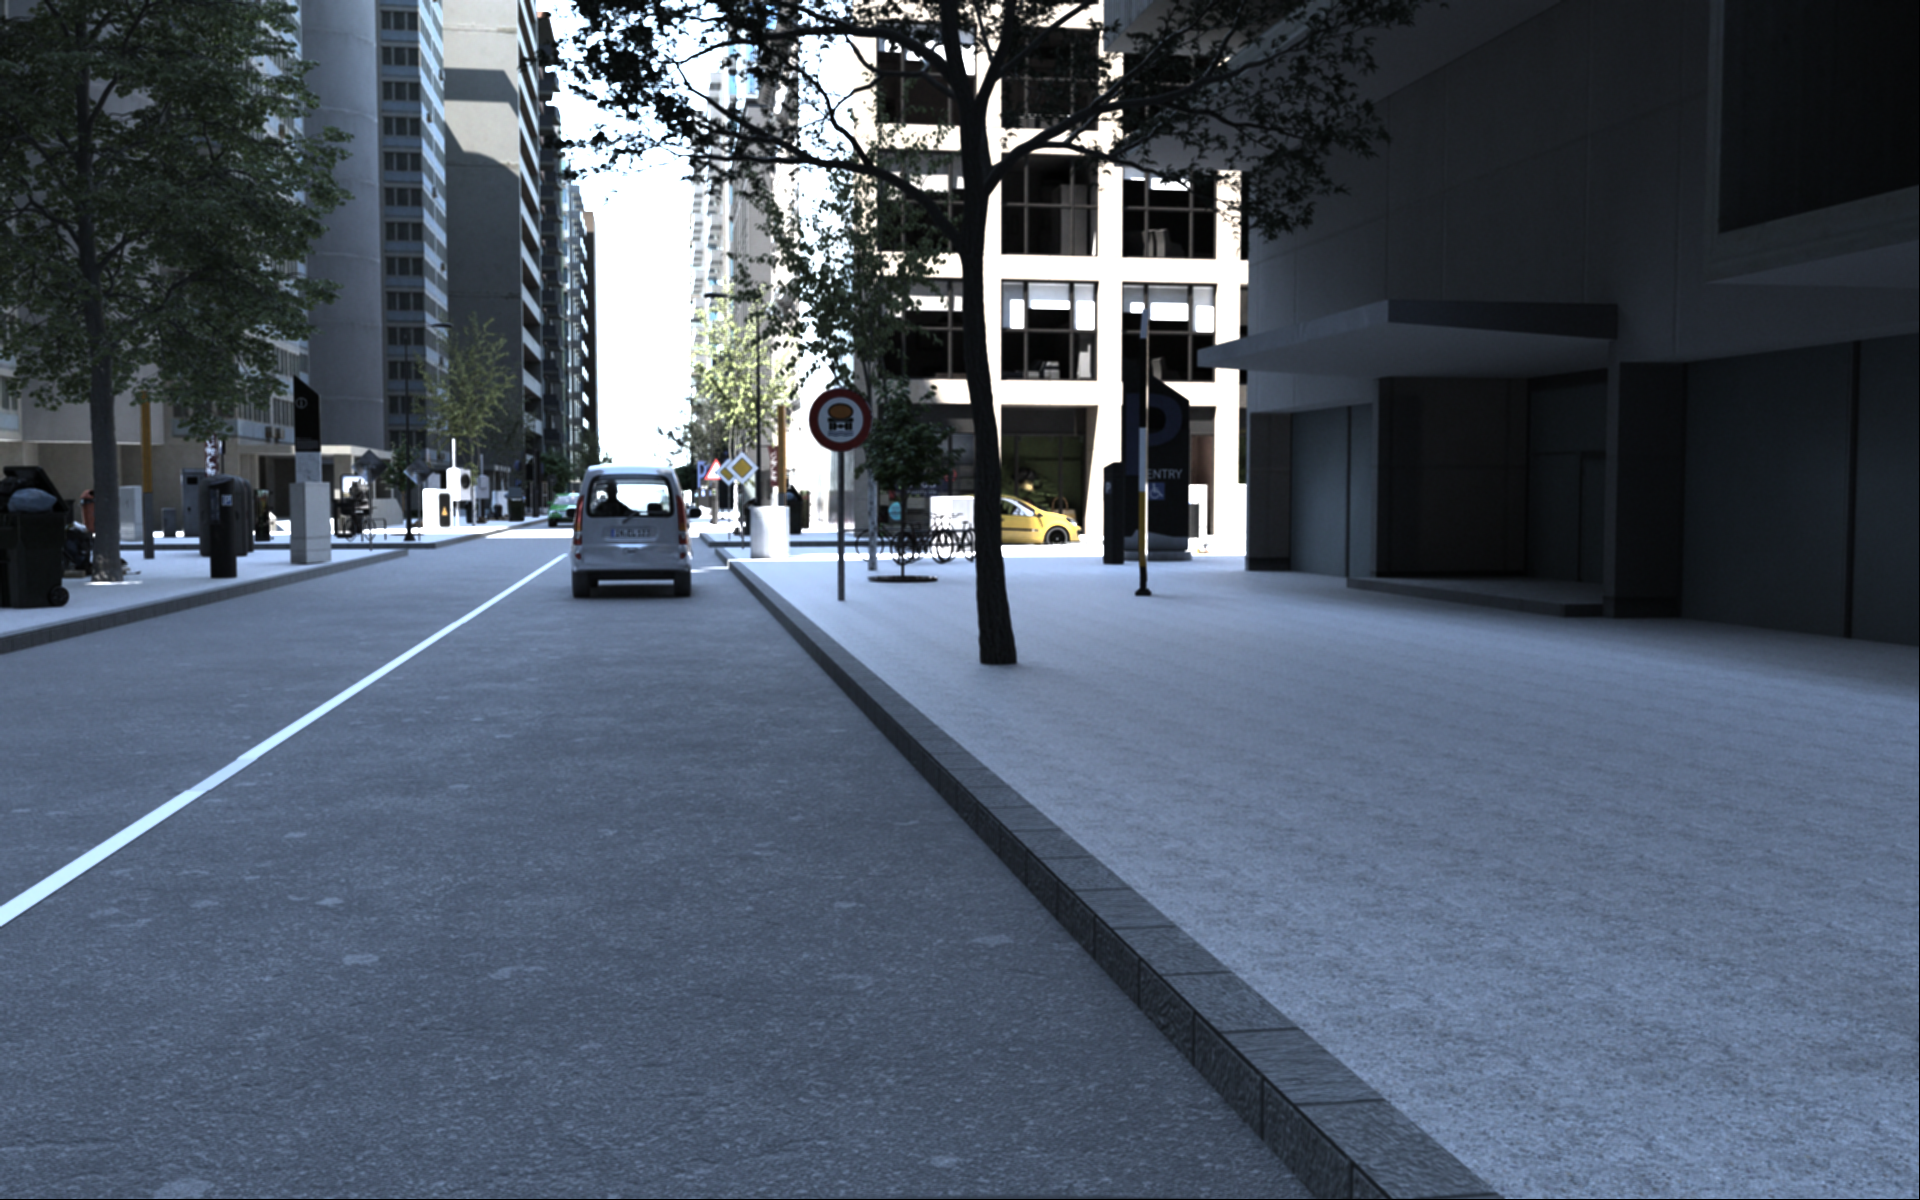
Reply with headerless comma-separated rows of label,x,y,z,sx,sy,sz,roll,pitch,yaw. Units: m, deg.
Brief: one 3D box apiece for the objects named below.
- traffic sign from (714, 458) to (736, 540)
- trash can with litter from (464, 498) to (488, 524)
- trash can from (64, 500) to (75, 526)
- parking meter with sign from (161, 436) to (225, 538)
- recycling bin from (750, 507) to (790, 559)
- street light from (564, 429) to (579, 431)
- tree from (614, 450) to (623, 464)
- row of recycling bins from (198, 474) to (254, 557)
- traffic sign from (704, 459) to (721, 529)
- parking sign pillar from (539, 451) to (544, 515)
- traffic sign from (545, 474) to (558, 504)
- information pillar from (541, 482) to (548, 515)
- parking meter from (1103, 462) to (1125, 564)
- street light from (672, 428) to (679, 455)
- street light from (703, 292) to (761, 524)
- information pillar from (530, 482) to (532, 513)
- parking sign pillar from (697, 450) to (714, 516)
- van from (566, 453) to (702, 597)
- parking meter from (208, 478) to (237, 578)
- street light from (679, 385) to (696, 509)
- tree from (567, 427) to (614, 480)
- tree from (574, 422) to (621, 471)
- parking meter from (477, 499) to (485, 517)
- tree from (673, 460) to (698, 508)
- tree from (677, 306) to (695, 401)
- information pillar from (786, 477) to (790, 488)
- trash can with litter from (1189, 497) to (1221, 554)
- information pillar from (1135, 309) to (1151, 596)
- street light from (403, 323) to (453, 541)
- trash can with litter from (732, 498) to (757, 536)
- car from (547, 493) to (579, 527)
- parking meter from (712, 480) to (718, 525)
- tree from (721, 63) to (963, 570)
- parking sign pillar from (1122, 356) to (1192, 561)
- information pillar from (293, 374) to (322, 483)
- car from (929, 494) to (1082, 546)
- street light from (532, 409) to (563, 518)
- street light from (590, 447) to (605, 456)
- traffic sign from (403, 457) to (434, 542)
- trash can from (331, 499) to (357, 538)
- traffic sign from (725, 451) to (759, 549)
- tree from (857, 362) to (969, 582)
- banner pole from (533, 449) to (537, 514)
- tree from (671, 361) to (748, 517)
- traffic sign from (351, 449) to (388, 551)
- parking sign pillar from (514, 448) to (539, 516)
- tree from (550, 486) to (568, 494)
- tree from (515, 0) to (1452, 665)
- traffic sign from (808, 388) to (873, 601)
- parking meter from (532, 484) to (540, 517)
traffic sign,-6.420,-2.719,48.105,0.795,2.450,0.064,-1,4,-10
trash can with litter,-21.083,-3.925,75.559,1.055,1.170,0.624,1,4,16
trash can,-23.461,-2.052,45.197,0.748,1.137,0.748,0,3,0
parking meter with sign,-22.825,-3.383,51.567,1.738,3.016,0.543,-2,4,-32
recycling bin,-3.783,-1.343,34.508,0.722,1.027,0.722,0,4,0
street light,-27.646,-9.182,122.670,1.470,5.913,1.316,-1,4,-10
tree,-55.638,-19.947,276.494,4.360,8.622,3.978,0,3,0
row of recycling bins,-15.686,-1.827,36.991,1.069,1.692,3.534,-1,4,-19
traffic sign,-8.927,-3.883,63.491,0.884,2.594,0.081,-1,4,-9
parking sign pillar,-26.486,-7.309,107.966,1.447,3.967,1.447,3,4,39
traffic sign,-26.148,-6.775,110.870,0.768,2.556,0.104,0,4,-1
information pillar,-25.148,-6.137,104.836,0.304,2.012,0.304,-2,4,-27
parking meter,2.815,-1.592,31.739,0.255,1.863,0.399,-2,4,-27
street light,-19.351,-9.111,121.502,1.470,5.913,1.316,-1,4,-10
street light,-5.215,-4.136,40.161,1.470,5.913,1.316,-1,4,-10
information pillar,-25.288,-5.998,102.566,0.304,2.012,0.304,-2,4,-25
parking sign pillar,-14.826,-6.891,101.145,1.447,3.967,1.447,-3,4,-38
van,-4.813,-1.133,25.537,2.013,2.044,4.112,-1,4,-9
parking meter,-11.321,-1.112,26.588,0.372,1.533,0.369,0,3,0
street light,-11.109,-6.197,73.863,1.470,5.913,1.316,-1,4,-10
tree,-41.057,-14.683,190.430,4.360,8.622,3.978,0,3,0
tree,-37.782,-13.979,178.919,4.737,8.622,4.395,0,3,0
parking meter,-25.095,-5.036,90.745,0.372,1.533,0.369,0,3,0
tree,-27.630,-11.573,172.933,4.285,4.588,4.351,0,3,0
tree,-7.445,-6.660,59.246,4.737,8.622,4.395,0,3,0
information pillar,-7.640,-4.344,75.524,0.304,2.012,0.304,3,4,37
trash can with litter,4.484,-1.597,37.170,2.233,1.210,1.678,1,4,9
information pillar,2.314,-1.863,21.821,0.183,3.616,0.504,1,4,9
street light,-14.456,-4.559,47.083,1.470,5.913,1.316,-1,4,-10
trash can with litter,-6.638,-2.582,53.610,1.055,1.170,0.624,2,4,35
car,-17.255,-4.151,76.661,1.959,1.807,4.718,-1,4,-10
parking meter,-10.112,-4.023,71.492,0.255,1.863,0.399,0,4,-6
tree,-1.685,-4.799,28.828,4.737,8.622,4.395,0,3,0
parking sign pillar,3.797,-2.761,33.609,1.447,3.967,1.447,0,4,6
information pillar,-12.776,-2.603,33.918,0.504,3.616,0.183,-1,4,-11
car,1.204,-2.157,45.491,3.980,1.641,2.015,-1,4,-11
street light,-22.693,-7.469,94.657,1.470,5.913,1.316,-1,4,-10
street light,-35.875,-12.084,170.118,1.470,5.913,1.316,-1,4,-10
traffic sign,-14.596,-2.634,46.712,0.795,2.450,0.064,-1,4,-10
trash can,-18.058,-2.395,50.806,0.748,1.137,0.748,0,3,0
traffic sign,-5.054,-2.238,40.237,0.795,2.450,0.064,-1,4,-10
tree,-0.844,-1.883,25.395,1.663,3.219,1.824,0,3,0
banner pole,-23.581,-6.490,96.124,0.401,3.779,0.863,0,4,0
tree,-13.599,-8.854,95.126,4.360,8.622,3.978,0,3,0
traffic sign,-13.230,-2.153,38.844,0.795,2.450,0.064,-1,4,-10
parking sign pillar,-25.318,-6.808,99.786,1.447,3.967,1.447,0,4,-3
tree,-31.513,-8.621,135.554,1.663,3.219,1.824,0,3,0
tree,-0.049,-4.800,12.897,7.601,10.594,8.767,0,4,6
traffic sign,-1.432,-1.268,20.830,0.768,2.556,0.104,0,4,-2
parking meter,-24.085,-5.668,98.382,0.399,1.863,0.255,-1,4,-19
